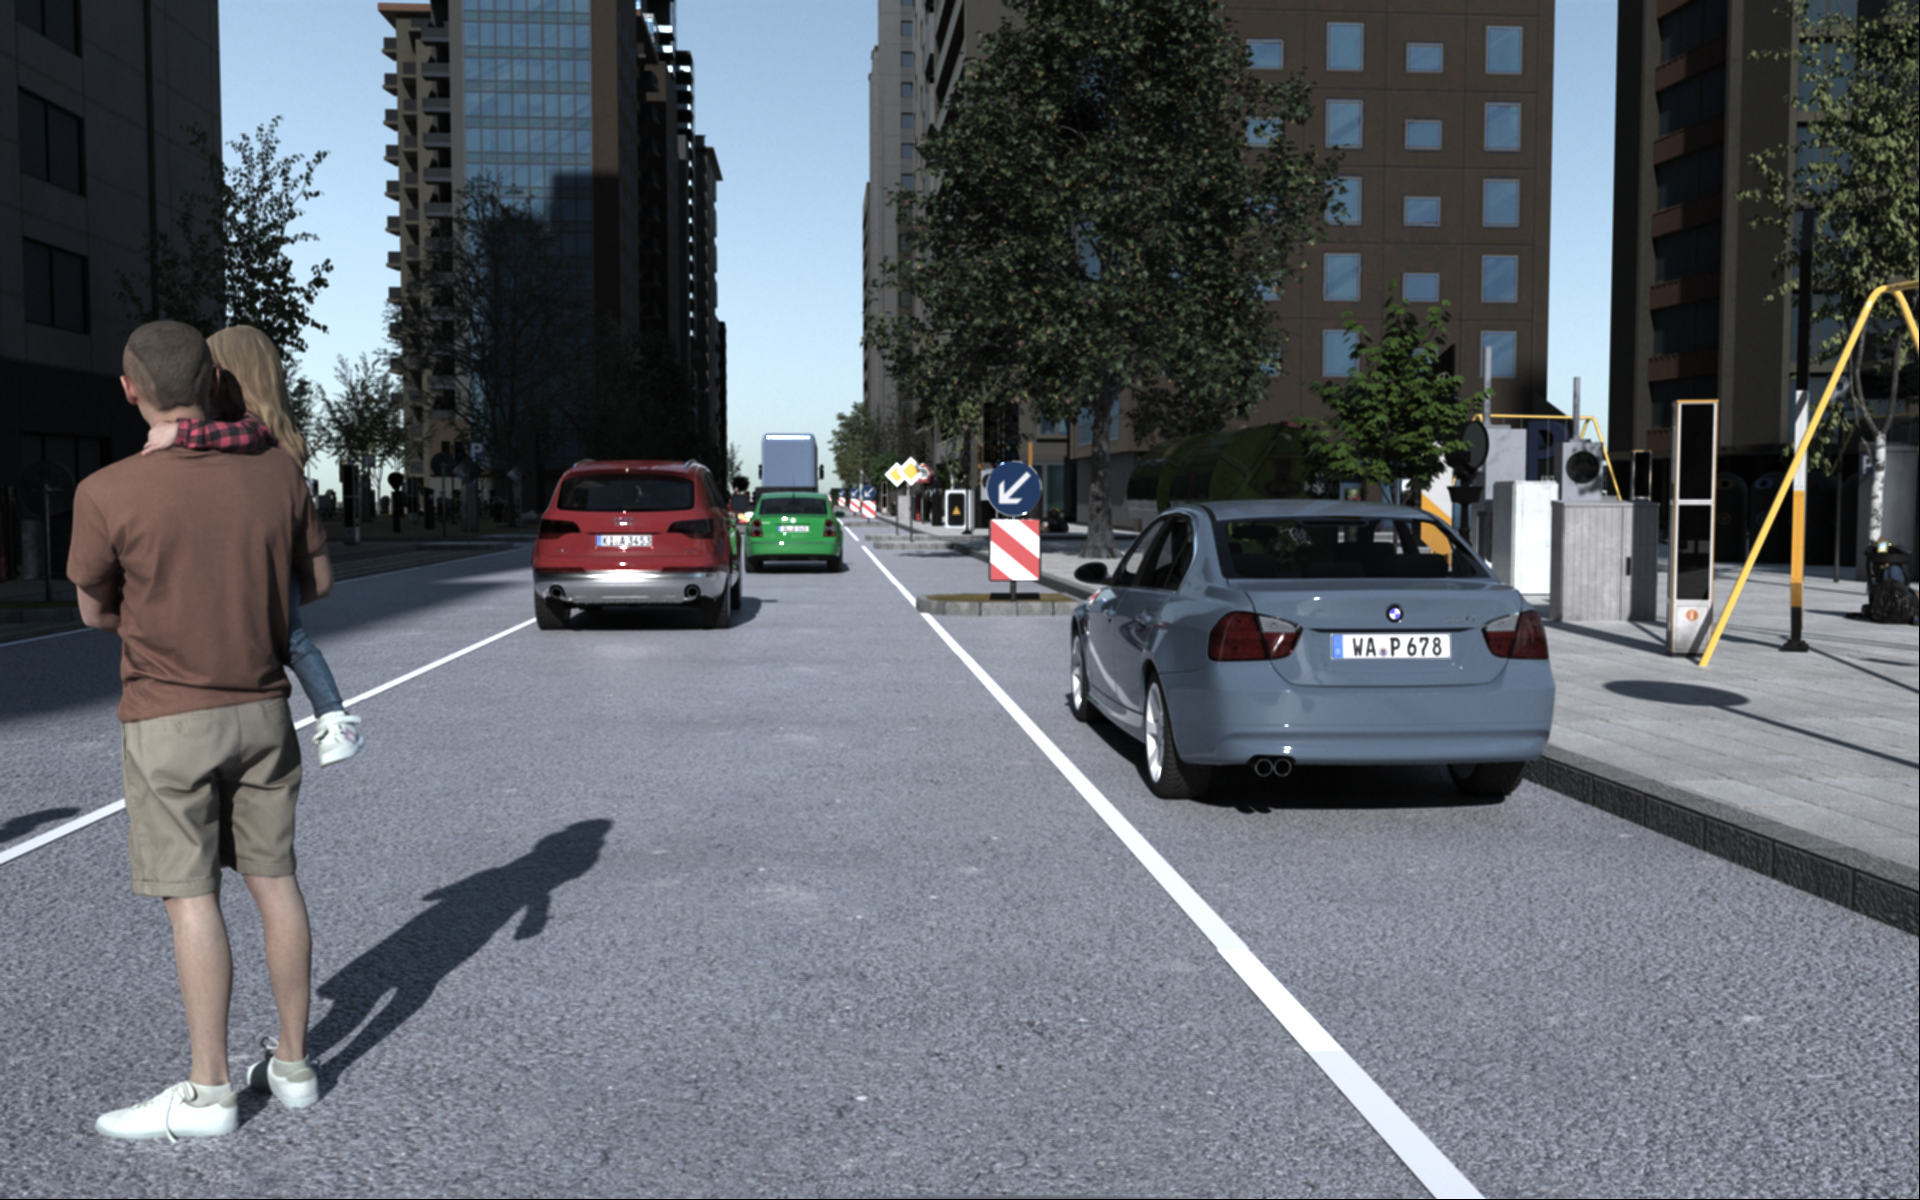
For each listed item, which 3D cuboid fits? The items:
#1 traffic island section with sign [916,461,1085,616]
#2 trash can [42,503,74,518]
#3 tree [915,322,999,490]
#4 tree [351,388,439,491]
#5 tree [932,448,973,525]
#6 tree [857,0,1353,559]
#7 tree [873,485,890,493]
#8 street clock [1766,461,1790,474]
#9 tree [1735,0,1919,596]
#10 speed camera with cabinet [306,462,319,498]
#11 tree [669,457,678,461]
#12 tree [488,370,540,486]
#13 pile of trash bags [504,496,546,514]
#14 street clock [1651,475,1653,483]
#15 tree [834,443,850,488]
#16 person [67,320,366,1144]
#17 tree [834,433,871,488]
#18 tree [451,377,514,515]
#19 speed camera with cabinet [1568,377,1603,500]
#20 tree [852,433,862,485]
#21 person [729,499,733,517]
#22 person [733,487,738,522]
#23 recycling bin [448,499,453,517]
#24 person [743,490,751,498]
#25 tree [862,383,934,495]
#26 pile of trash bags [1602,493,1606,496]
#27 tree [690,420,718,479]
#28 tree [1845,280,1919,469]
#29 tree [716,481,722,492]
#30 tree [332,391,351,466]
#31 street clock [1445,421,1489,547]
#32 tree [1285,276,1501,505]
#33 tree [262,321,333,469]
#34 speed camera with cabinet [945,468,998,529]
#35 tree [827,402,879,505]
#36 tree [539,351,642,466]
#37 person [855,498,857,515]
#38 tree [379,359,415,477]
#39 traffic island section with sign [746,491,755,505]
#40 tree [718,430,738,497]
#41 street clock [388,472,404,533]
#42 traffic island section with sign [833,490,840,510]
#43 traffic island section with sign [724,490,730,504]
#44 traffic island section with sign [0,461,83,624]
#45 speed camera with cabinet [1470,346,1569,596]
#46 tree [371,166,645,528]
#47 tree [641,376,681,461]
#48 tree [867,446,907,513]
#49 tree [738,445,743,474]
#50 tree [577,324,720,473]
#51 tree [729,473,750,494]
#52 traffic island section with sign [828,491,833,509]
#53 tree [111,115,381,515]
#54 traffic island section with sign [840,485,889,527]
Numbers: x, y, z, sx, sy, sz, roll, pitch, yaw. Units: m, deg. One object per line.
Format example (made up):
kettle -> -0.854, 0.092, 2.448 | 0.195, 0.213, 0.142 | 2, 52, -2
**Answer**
traffic island section with sign -> 0.472, -0.774, 21.290 | 1.989, 1.847, 2.006 | 0, 4, -5
trash can -> -14.613, -1.014, 28.233 | 0.748, 1.137, 0.748 | 0, 3, 0
tree -> -0.078, -7.095, 66.358 | 4.737, 8.622, 4.395 | 0, 3, 0
tree -> -36.754, -10.000, 113.858 | 4.360, 8.622, 3.978 | 0, 3, 0
tree -> -0.248, -4.769, 72.567 | 1.663, 3.219, 1.824 | 0, 3, 0
tree -> 2.837, -7.179, 34.389 | 9.611, 12.733, 9.660 | 0, 3, 0
tree -> -6.513, -9.166, 144.468 | 1.663, 3.219, 1.824 | 0, 3, 0
street clock -> 17.903, -2.040, 37.928 | 0.358, 2.002, 0.471 | -2, 4, -34
tree -> 11.744, -4.367, 21.760 | 4.737, 8.622, 4.395 | 0, 3, 0
speed camera with cabinet -> -39.467, -6.741, 104.543 | 0.660, 3.252, 2.038 | 0, 4, 7
tree -> -23.845, -9.823, 144.315 | 4.285, 4.588, 4.351 | 0, 3, 0
tree -> -23.237, -8.911, 96.054 | 4.360, 8.622, 3.978 | 0, 3, 0
pile of trash bags -> -25.581, -5.660, 102.295 | 3.447, 1.369, 1.912 | 3, 5, 40
street clock -> 22.825, -3.254, 57.766 | 0.471, 2.002, 0.358 | 1, 4, 14
tree -> -14.571, -17.116, 230.206 | 4.360, 8.622, 3.978 | 0, 3, 0
person -> -1.701, 0.272, 4.021 | 0.573, 1.828, 0.580 | 0, 4, -6
tree -> -12.255, -15.289, 200.338 | 4.737, 8.622, 4.395 | 0, 3, 0
tree -> -29.479, -9.569, 106.813 | 4.737, 8.622, 4.395 | 0, 3, 0
speed camera with cabinet -> 9.736, -2.135, 29.247 | 2.038, 3.252, 0.660 | 0, 4, 4
tree -> -5.987, -11.432, 137.278 | 4.360, 8.622, 3.978 | 0, 3, 0
person -> -8.699, -3.190, 65.340 | 0.352, 1.250, 0.332 | -3, 4, -36
person -> -11.808, -4.924, 89.218 | 0.699, 1.804, 1.509 | 3, 4, 36
recycling bin -> -29.122, -5.229, 98.042 | 0.722, 1.027, 0.722 | -2, 4, -26
person -> -22.322, -10.494, 180.037 | 1.348, 1.831, 0.705 | -2, 4, -27
tree -> -3.097, -9.714, 109.182 | 4.360, 8.622, 3.978 | 0, 3, 0
pile of trash bags -> 41.717, -6.077, 109.118 | 3.447, 1.369, 1.912 | -1, 4, -9
tree -> -24.962, -12.753, 158.878 | 4.360, 8.622, 3.978 | 0, 3, 0
tree -> 25.015, -5.711, 43.743 | 4.360, 8.622, 3.978 | 0, 3, 0
tree -> -28.811, -12.700, 202.247 | 1.663, 3.219, 1.824 | 0, 3, 0
tree -> -41.091, -9.633, 107.860 | 4.360, 8.622, 3.978 | 0, 3, 0
street clock -> 5.011, -0.773, 17.201 | 0.471, 2.002, 0.358 | -3, 5, -40
tree -> 3.889, -1.280, 15.536 | 1.663, 3.219, 1.824 | 0, 3, 0
tree -> -30.312, -7.600, 74.625 | 4.360, 8.622, 3.978 | 0, 3, 0
speed camera with cabinet -> 0.489, -4.194, 62.901 | 2.038, 3.252, 0.660 | 1, 4, 18
tree -> -12.413, -17.986, 212.194 | 7.486, 12.596, 7.792 | 0, 3, 0
tree -> -18.557, -8.375, 87.299 | 4.360, 8.622, 3.978 | 0, 3, 0
person -> -7.012, -6.307, 115.895 | 0.425, 1.301, 0.394 | 1, 4, 13
tree -> -30.882, -8.478, 88.984 | 4.737, 8.622, 4.395 | 0, 3, 0
traffic island section with sign -> -30.976, -15.496, 261.980 | 1.989, 1.847, 2.006 | 0, 4, -5
tree -> -26.516, -14.246, 183.277 | 4.360, 8.622, 3.978 | 0, 3, 0
street clock -> -18.761, -3.246, 57.646 | 0.471, 2.002, 0.358 | 0, 4, 0
traffic island section with sign -> -6.417, -5.810, 103.628 | 1.989, 1.847, 2.006 | 0, 4, -5
traffic island section with sign -> -24.069, -10.440, 179.327 | 1.989, 1.847, 2.006 | 0, 4, -5
traffic island section with sign -> -10.733, -0.693, 19.966 | 1.989, 1.847, 2.006 | 0, 4, -5
speed camera with cabinet -> 7.233, -1.729, 22.605 | 0.660, 3.252, 2.038 | 0, 4, 2
tree -> -17.359, -9.522, 66.050 | 12.009, 13.543, 11.850 | 0, 3, 0
tree -> -19.878, -9.576, 106.924 | 4.360, 8.622, 3.978 | 0, 3, 0
tree -> -4.635, -8.165, 117.219 | 4.285, 4.588, 4.351 | 0, 3, 0
tree -> -32.256, -17.800, 241.388 | 4.360, 8.622, 3.978 | 0, 3, 0
tree -> -21.026, -12.220, 116.813 | 9.611, 12.733, 9.660 | 0, 3, 0
tree -> -33.967, -17.336, 267.160 | 4.285, 4.588, 4.351 | 0, 3, 0
traffic island section with sign -> -10.604, -8.872, 153.688 | 1.989, 1.847, 2.006 | 0, 4, -5
tree -> -14.161, -5.107, 33.868 | 4.737, 8.622, 4.395 | 0, 3, 0
traffic island section with sign -> -4.174, -4.167, 76.766 | 1.989, 1.847, 2.006 | 0, 4, -5
